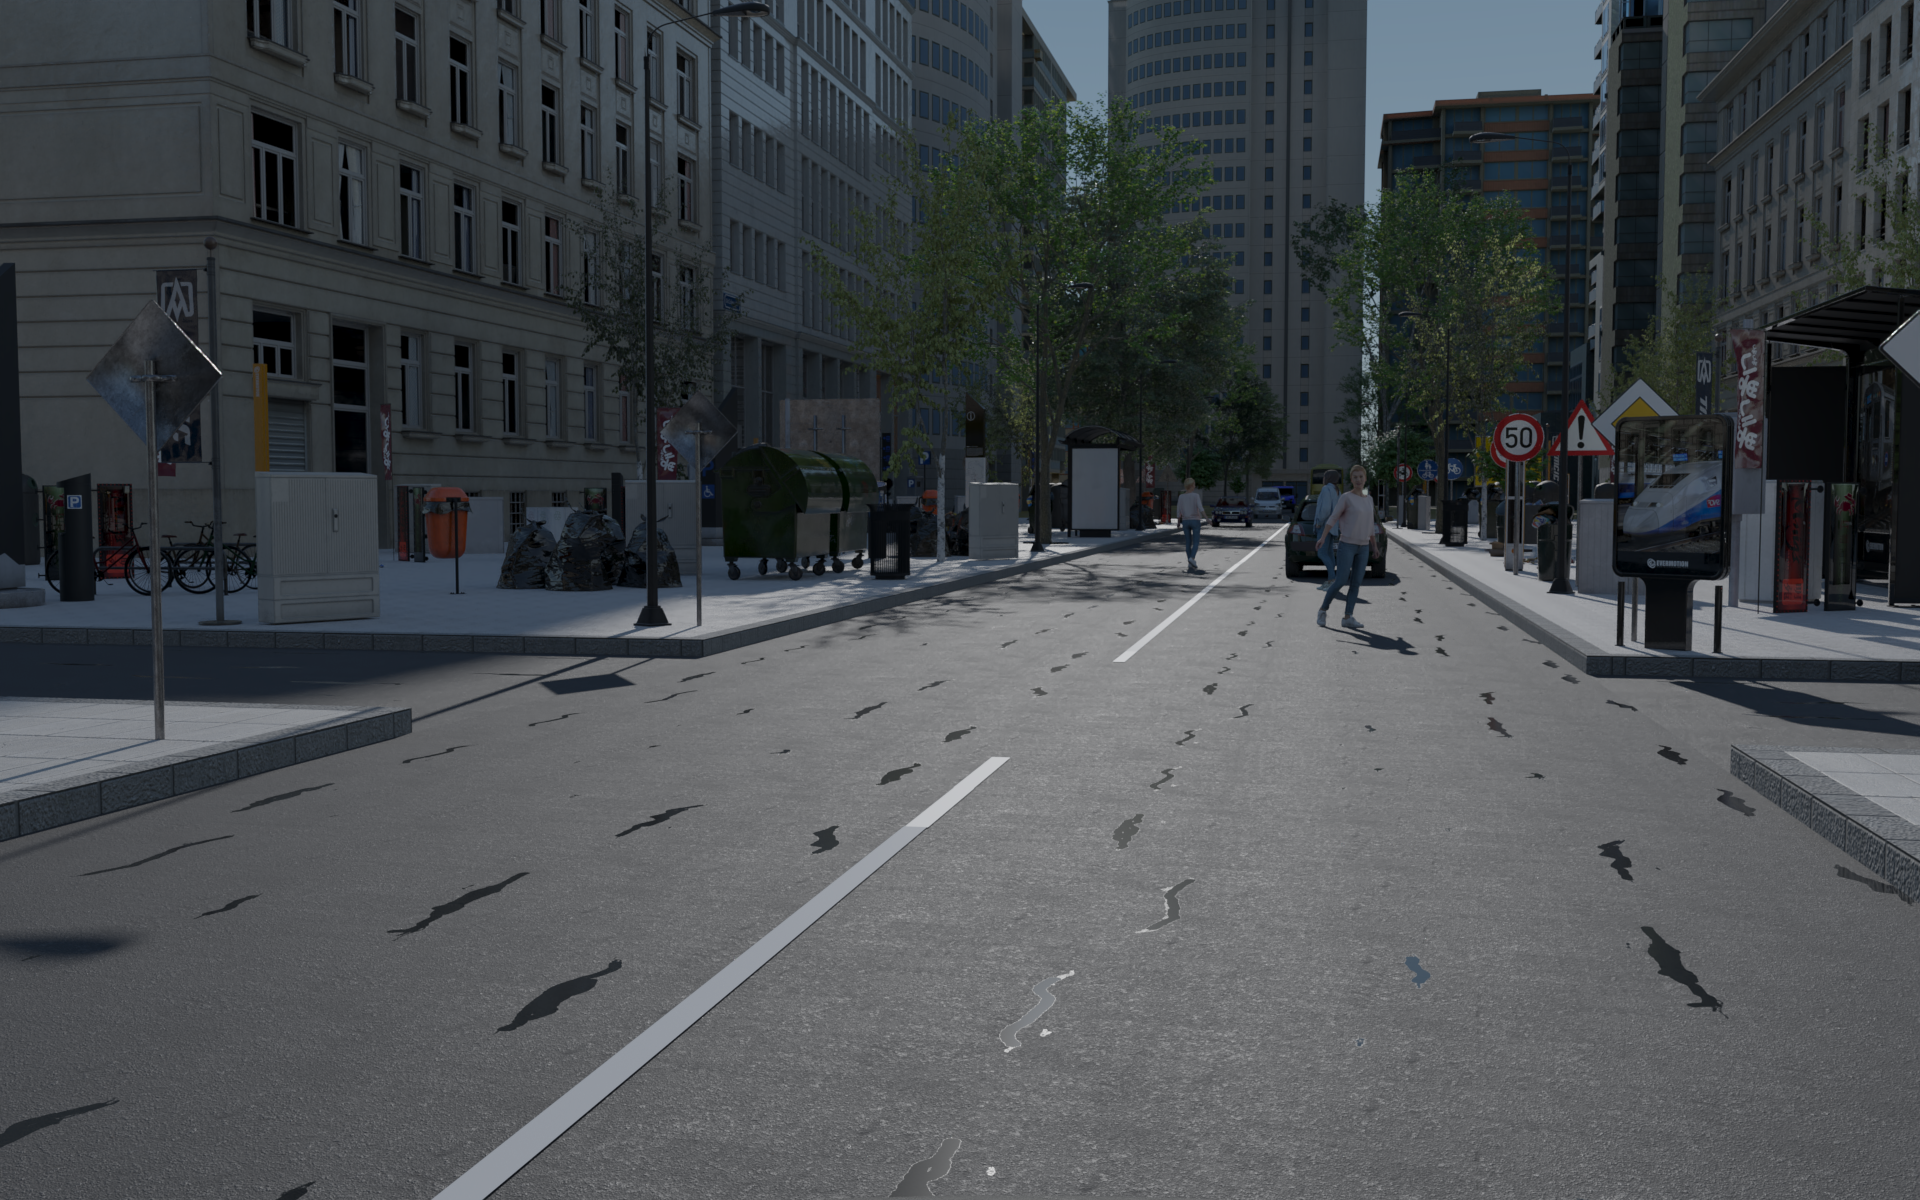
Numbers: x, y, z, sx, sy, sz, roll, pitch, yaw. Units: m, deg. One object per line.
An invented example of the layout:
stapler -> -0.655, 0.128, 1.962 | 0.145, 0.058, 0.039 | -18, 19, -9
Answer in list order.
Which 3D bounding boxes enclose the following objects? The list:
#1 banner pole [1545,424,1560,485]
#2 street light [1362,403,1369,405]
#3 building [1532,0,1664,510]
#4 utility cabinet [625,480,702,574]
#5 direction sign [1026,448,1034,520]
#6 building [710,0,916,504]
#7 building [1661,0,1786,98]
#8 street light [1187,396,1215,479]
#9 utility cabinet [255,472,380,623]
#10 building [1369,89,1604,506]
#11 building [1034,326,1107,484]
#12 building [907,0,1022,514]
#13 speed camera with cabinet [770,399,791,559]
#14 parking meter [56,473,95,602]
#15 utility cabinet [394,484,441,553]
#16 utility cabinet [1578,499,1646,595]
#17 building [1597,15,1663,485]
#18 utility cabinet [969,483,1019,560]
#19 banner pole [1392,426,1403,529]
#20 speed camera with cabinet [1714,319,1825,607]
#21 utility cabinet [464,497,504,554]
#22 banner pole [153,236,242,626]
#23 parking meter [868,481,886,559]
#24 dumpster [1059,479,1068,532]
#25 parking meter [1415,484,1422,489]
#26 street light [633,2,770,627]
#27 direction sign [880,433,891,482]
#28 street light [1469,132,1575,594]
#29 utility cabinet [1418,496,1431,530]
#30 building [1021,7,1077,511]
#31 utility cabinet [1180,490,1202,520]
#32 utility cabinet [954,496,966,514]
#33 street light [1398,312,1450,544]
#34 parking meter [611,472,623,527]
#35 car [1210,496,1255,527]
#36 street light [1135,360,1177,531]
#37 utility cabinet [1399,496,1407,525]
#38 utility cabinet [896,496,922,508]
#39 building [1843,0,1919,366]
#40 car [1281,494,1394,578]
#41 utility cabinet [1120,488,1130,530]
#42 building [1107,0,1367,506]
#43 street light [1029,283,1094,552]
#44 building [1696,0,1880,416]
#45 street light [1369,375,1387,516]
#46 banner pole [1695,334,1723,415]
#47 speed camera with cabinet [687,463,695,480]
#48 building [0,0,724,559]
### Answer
banner pole -> 21.091, -4.382, 61.661 | 0.863, 3.779, 0.401 | -1, 4, -14
street light -> 21.149, -7.078, 88.265 | 1.470, 5.913, 1.316 | 1, 4, 12
building -> 55.671, -49.815, 127.141 | 22.319, 86.520, 31.000 | 1, 4, 12
utility cabinet -> -4.675, -1.140, 27.321 | 1.173, 1.500, 0.318 | -1, 4, -11
direction sign -> 3.447, -5.682, 84.903 | 0.379, 3.537, 0.876 | 2, 4, 28
building -> -10.808, -18.357, 77.634 | 11.434, 29.767, 29.804 | 1, 4, 12
building -> 45.082, -25.049, 93.149 | 14.154, 41.232, 14.086 | 1, 4, 12
street light -> 11.369, -6.710, 82.244 | 1.470, 5.913, 1.316 | 1, 4, 12
utility cabinet -> -6.431, -0.533, 17.391 | 0.318, 1.500, 1.173 | 3, 4, 38
building -> 59.156, -32.805, 190.979 | 28.867, 44.769, 22.147 | 1, 4, 12
building -> 3.381, -22.058, 205.681 | 28.899, 21.520, 27.650 | 1, 4, 12
building -> -8.852, -34.636, 108.304 | 21.231, 58.520, 28.212 | 1, 4, 12
speed camera with cabinet -> -3.439, -2.503, 35.261 | 0.660, 3.252, 2.038 | 0, 4, 5
parking meter -> -10.601, -0.755, 20.756 | 0.372, 1.533, 0.369 | 0, 3, 0
utility cabinet -> -11.788, -1.771, 37.631 | 1.173, 1.500, 0.318 | 2, 4, 32
utility cabinet -> 8.471, -0.673, 22.163 | 1.020, 1.237, 0.306 | 2, 4, 33
building -> 47.026, -20.535, 107.447 | 14.160, 30.474, 14.107 | 1, 4, 12
utility cabinet -> 0.672, -1.533, 33.747 | 0.318, 1.500, 1.173 | 3, 5, 41
banner pole -> 16.083, -4.503, 63.642 | 0.401, 3.779, 0.863 | 1, 4, 20
speed camera with cabinet -> 9.351, -1.585, 20.258 | 2.038, 3.252, 0.660 | -3, 4, -37
utility cabinet -> -10.366, -1.602, 37.348 | 1.020, 1.237, 0.306 | -1, 4, -16
banner pole -> -7.509, -1.650, 16.999 | 0.863, 3.779, 0.401 | 1, 4, 14
parking meter -> -1.655, -1.601, 34.583 | 0.372, 1.533, 0.369 | 0, 3, 0
dumpster -> 4.112, -3.290, 59.549 | 1.264, 1.857, 1.865 | 1, 4, 12
parking meter -> 21.996, -4.742, 83.235 | 0.255, 1.863, 0.399 | -1, 4, -11
street light -> -2.474, -2.696, 16.620 | 1.470, 5.913, 1.316 | 1, 4, 12
direction sign -> -2.965, -4.414, 64.173 | 0.876, 3.537, 0.379 | 1, 4, 20
street light -> 7.237, -3.044, 22.319 | 1.470, 5.913, 1.316 | 1, 4, 12
utility cabinet -> 16.638, -3.112, 62.041 | 0.306, 1.237, 1.020 | 2, 4, 24
building -> -3.795, -27.425, 140.275 | 23.993, 40.220, 32.217 | 1, 4, 12
utility cabinet -> 11.398, -4.692, 85.392 | 1.173, 1.500, 0.318 | -2, 4, -34
utility cabinet -> 0.315, -3.296, 65.043 | 1.020, 1.237, 0.306 | -2, 4, -25
street light -> 11.864, -4.382, 44.190 | 1.470, 5.913, 1.316 | 1, 4, 12
parking meter -> -9.306, -2.530, 47.079 | 0.255, 1.863, 0.399 | 0, 4, 1
car -> 12.064, -3.921, 76.694 | 1.945, 1.354, 3.894 | 1, 4, 11
street light -> 6.815, -5.358, 60.145 | 1.470, 5.913, 1.316 | 1, 4, 12
utility cabinet -> 18.508, -3.721, 72.001 | 0.306, 1.237, 1.020 | 2, 4, 32
utility cabinet -> -1.261, -2.302, 48.795 | 1.020, 1.237, 0.306 | 1, 4, 13
building -> 32.291, -11.771, 47.202 | 10.420, 20.320, 16.860 | 1, 4, 12
car -> 6.761, -1.302, 31.071 | 2.009, 1.686, 4.222 | 1, 4, 13
utility cabinet -> 5.815, -3.227, 61.443 | 0.318, 1.500, 1.173 | 1, 4, 12
building -> 31.144, -40.002, 196.027 | 28.212, 58.520, 21.231 | 1, 4, 12
street light -> 2.249, -4.023, 38.317 | 1.470, 5.913, 1.316 | 1, 4, 12
building -> 40.937, -14.431, 69.236 | 16.112, 22.955, 30.059 | 1, 4, 12
street light -> 16.562, -5.749, 66.540 | 1.470, 5.913, 1.316 | 1, 4, 12
banner pole -> 11.666, -2.263, 27.018 | 0.863, 3.779, 0.401 | -3, 4, -36
speed camera with cabinet -> -7.705, -3.474, 51.136 | 0.660, 3.252, 2.038 | -1, 4, -10
building -> -18.784, -13.193, 48.986 | 16.112, 22.955, 30.059 | 1, 4, 12
